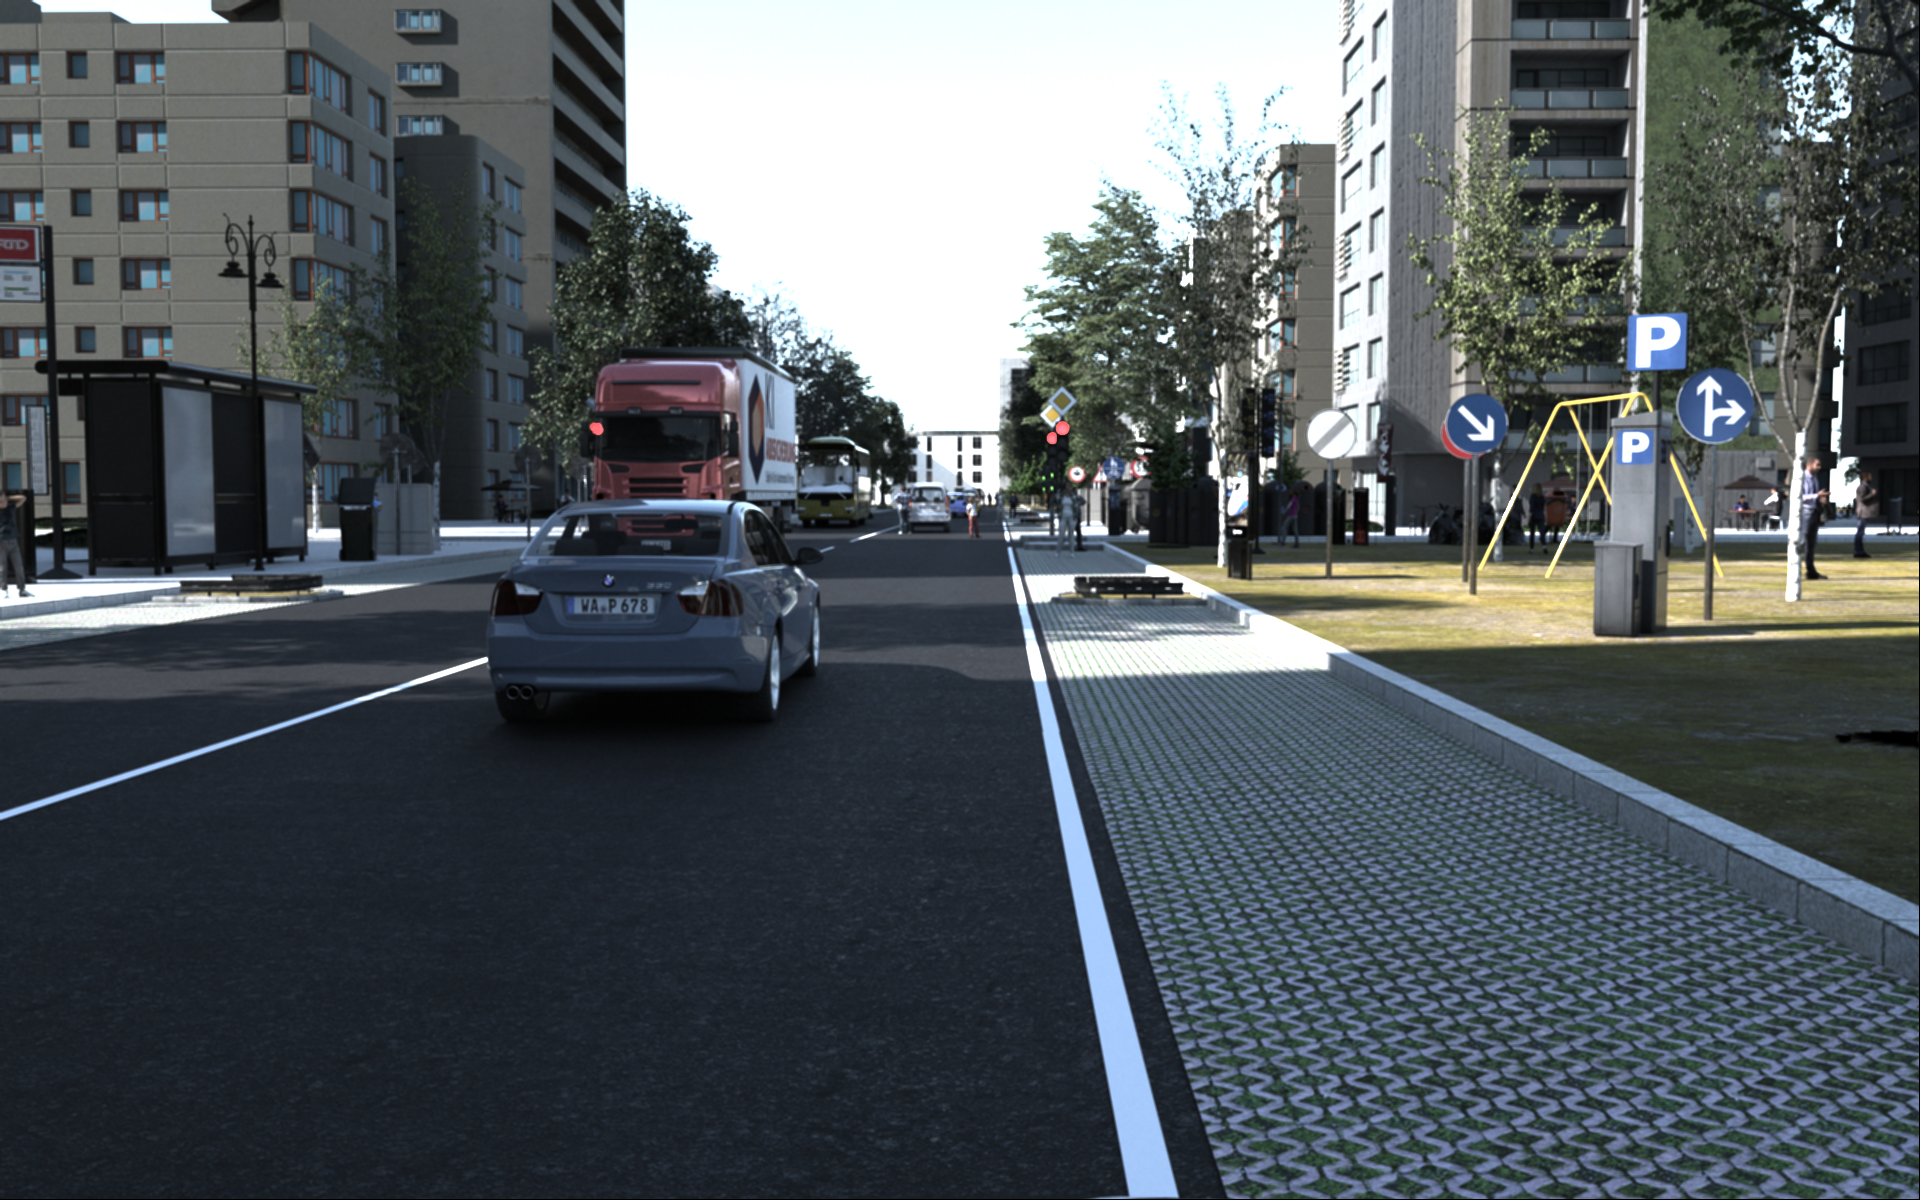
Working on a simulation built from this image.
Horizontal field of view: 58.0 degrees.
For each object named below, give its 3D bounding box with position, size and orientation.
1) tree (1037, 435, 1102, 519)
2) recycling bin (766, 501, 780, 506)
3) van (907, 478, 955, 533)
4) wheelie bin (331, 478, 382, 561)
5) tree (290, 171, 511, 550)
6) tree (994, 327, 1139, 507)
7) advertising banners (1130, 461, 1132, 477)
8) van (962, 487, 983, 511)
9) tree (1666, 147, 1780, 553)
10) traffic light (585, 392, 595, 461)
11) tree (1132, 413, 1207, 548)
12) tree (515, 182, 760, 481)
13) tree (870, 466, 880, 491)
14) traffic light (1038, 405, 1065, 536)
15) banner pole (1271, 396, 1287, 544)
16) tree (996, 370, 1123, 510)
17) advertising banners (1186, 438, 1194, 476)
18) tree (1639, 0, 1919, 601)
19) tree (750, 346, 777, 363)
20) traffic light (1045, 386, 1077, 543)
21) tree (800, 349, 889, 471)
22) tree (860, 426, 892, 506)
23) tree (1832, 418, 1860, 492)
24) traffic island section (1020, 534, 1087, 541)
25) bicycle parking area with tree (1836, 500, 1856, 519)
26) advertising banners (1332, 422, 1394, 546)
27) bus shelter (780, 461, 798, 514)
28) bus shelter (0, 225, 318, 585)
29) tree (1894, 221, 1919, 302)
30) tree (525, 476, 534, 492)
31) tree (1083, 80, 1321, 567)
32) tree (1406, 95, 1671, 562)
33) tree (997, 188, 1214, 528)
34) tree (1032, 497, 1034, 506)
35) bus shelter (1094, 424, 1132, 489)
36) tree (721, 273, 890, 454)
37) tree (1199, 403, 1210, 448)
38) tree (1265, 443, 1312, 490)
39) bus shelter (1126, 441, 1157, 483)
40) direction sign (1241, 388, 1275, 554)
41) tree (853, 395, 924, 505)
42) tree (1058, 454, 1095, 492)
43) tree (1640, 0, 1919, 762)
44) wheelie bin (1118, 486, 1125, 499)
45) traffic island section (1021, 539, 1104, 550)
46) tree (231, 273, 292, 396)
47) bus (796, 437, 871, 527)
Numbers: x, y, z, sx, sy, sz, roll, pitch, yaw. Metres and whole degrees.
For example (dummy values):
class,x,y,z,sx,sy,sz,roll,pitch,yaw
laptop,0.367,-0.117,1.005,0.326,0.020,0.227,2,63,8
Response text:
class,x,y,z,sx,sy,sz,roll,pitch,yaw
tree,5.649,-6.486,89.760,4.285,4.588,4.351,0,3,0
recycling bin,-10.648,-5.272,98.754,0.722,1.027,0.722,0,4,-2
van,-1.195,-3.599,65.850,2.013,2.044,4.112,0,4,-1
wheelie bin,-11.577,-1.552,33.283,0.980,1.594,0.693,0,4,-7
tree,-12.105,-5.444,39.379,4.737,8.622,4.395,0,3,0
tree,7.158,-12.360,119.087,9.611,12.733,9.660,0,3,0
advertising banners,8.933,-5.676,88.993,0.090,3.025,2.074,0,4,-5
van,0.895,-8.563,147.016,2.013,2.044,4.112,0,4,2
tree,15.801,-5.329,37.498,4.737,8.622,4.395,0,3,0
traffic light,-9.385,-3.447,45.282,0.839,4.253,0.868,0,4,1
tree,5.003,-2.857,41.312,1.663,3.219,1.824,0,3,0
tree,-11.596,-8.991,64.016,9.611,12.733,9.660,0,3,0
tree,-9.604,-11.507,171.849,4.285,4.588,4.351,0,3,0
traffic light,2.808,-3.920,53.020,0.839,4.253,0.868,0,4,1
banner pole,8.244,-3.332,44.494,0.401,3.779,0.863,1,4,15
tree,7.988,-14.075,140.493,12.009,13.543,11.850,0,3,0
advertising banners,6.766,-3.522,53.765,0.090,3.025,2.074,3,4,36
tree,10.158,-4.312,20.865,4.360,8.622,3.978,0,3,0
tree,-10.899,-8.308,86.205,4.737,8.622,4.395,0,3,0
traffic light,2.634,-3.432,45.037,0.839,4.253,0.868,0,4,1
tree,-9.415,-13.272,135.126,7.486,12.596,7.792,0,3,0
tree,-9.422,-14.537,188.035,4.360,8.622,3.978,0,3,0
tree,60.617,-8.910,108.587,11.467,7.101,20.602,0,4,4
traffic island section,2.847,-1.887,53.133,2.009,0.180,2.903,0,4,1
bicycle parking area with tree,49.821,-6.251,89.200,9.016,4.147,8.231,0,4,7
advertising banners,10.000,-2.877,43.230,0.090,3.025,2.074,-2,4,-35
bus shelter,-11.404,-8.232,112.224,2.179,5.291,8.768,0,4,1
bus shelter,-13.360,-3.115,28.559,2.179,5.291,8.768,0,4,1
tree,24.985,-6.273,36.972,8.767,10.594,7.601,-1,4,-10
tree,-25.302,-6.432,99.770,1.663,3.219,1.824,0,3,0
tree,4.423,-4.882,30.189,4.360,8.622,3.978,0,3,0
tree,10.199,-5.011,32.296,4.737,8.622,4.395,0,3,0
tree,5.663,-8.948,64.423,7.486,12.596,7.792,0,3,0
tree,8.112,-14.794,192.236,4.737,8.622,4.395,0,3,0
bus shelter,8.422,-7.289,96.804,2.179,5.291,8.768,0,4,1
tree,-11.048,-11.374,96.334,12.009,13.543,11.850,0,3,0
tree,18.652,-10.400,120.410,4.737,8.622,4.395,0,3,0
tree,12.358,-4.362,65.926,1.663,3.219,1.824,0,3,0
bus shelter,8.620,-5.382,79.274,1.731,3.624,6.357,0,4,1
direction sign,6.374,-2.757,37.077,0.876,3.537,0.379,-2,4,-28
tree,-8.801,-17.094,196.499,9.611,12.733,9.660,0,3,0
tree,5.395,-5.421,83.238,1.663,3.219,1.824,0,3,0
tree,5.220,-5.054,8.393,9.928,11.665,9.643,0,3,0
wheelie bin,6.275,-3.690,68.242,0.980,1.594,0.693,3,4,38
traffic island section,2.673,-1.399,45.150,2.009,0.180,2.903,0,4,1
tree,-21.298,-6.483,56.353,4.737,8.622,4.395,0,3,0
bus,-5.606,-5.286,77.977,2.896,3.916,12.252,0,3,0
